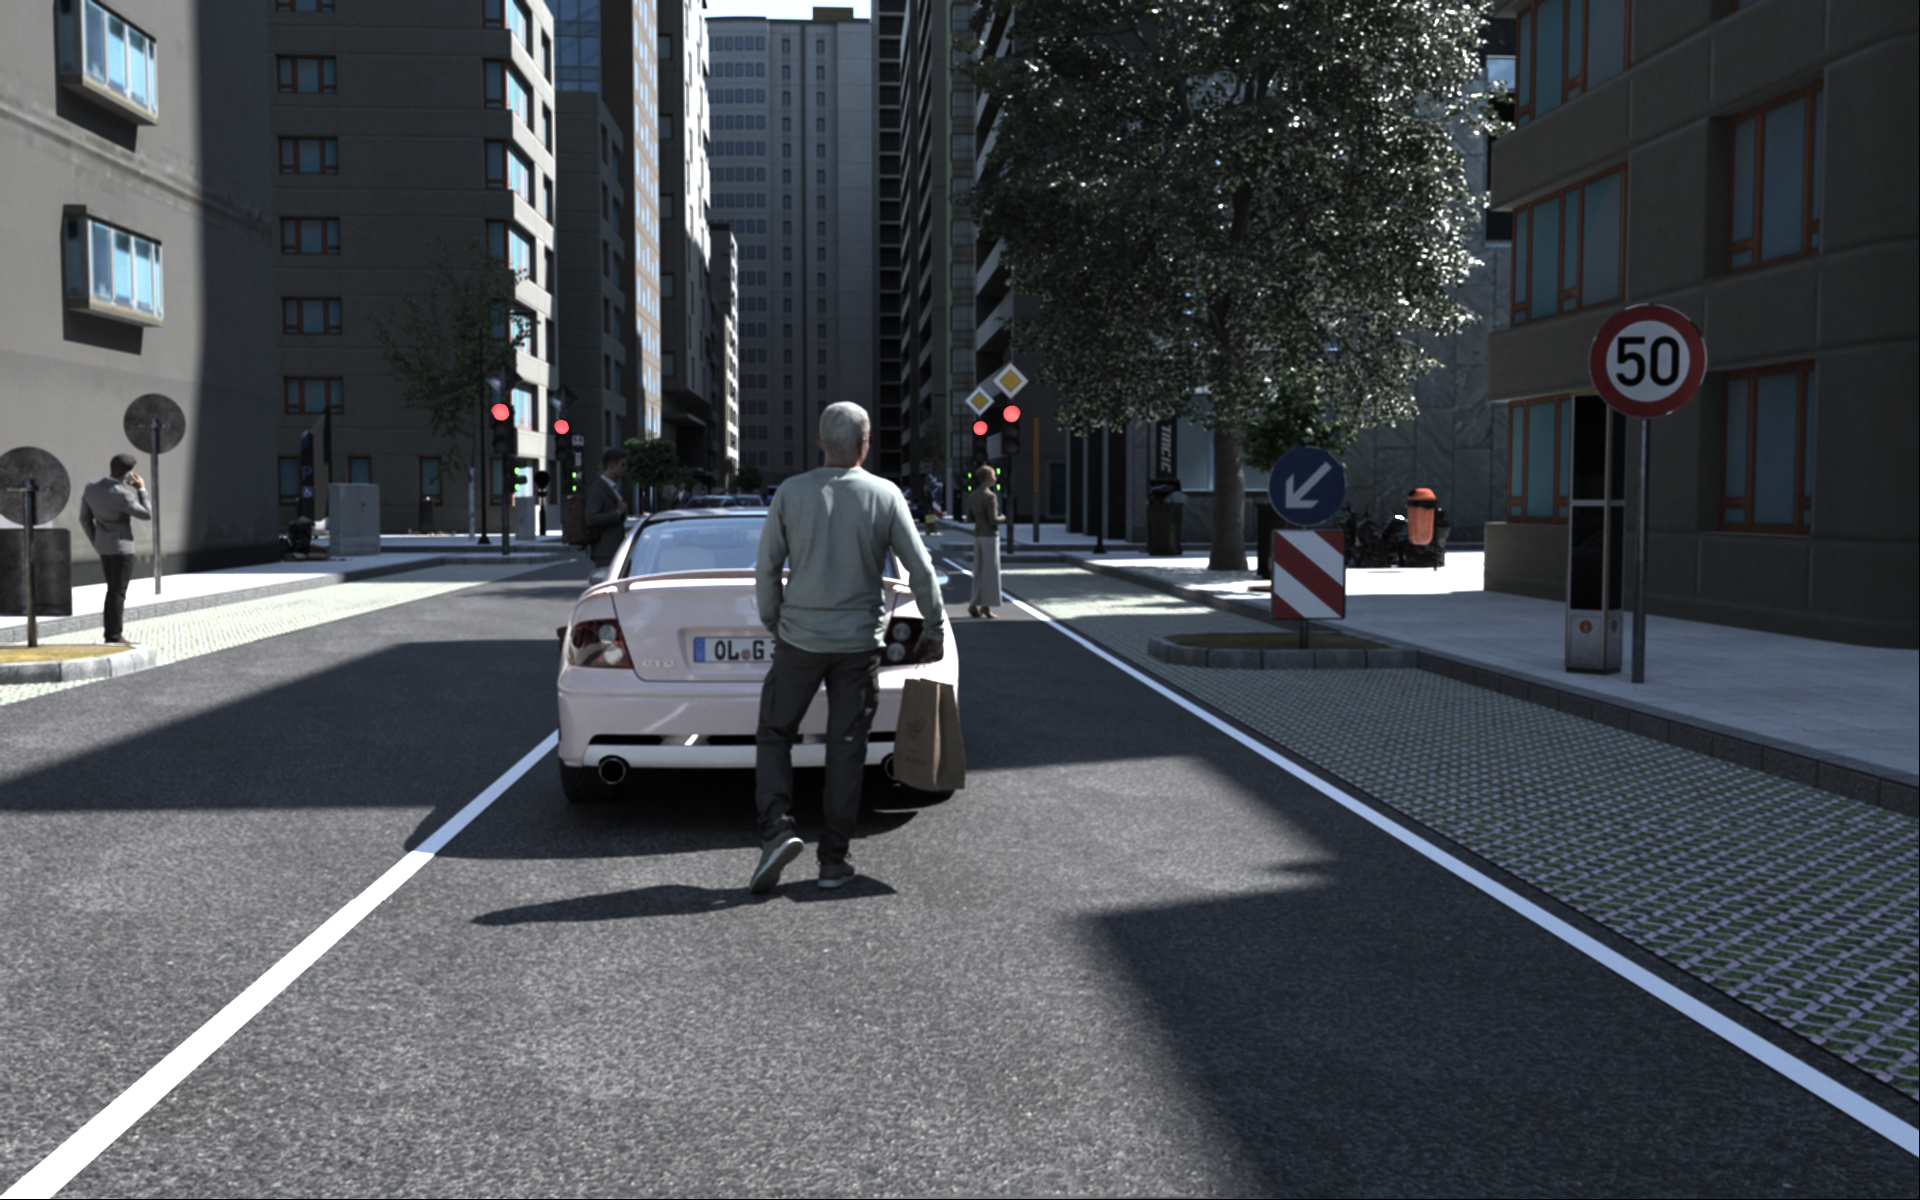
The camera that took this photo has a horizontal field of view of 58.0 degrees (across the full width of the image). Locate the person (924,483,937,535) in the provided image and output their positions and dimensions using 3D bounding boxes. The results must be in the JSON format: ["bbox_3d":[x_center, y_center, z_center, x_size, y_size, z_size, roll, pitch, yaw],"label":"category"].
[{"bbox_3d":[-1.041,-3.181,60.719,0.699,1.804,1.509,1,4,14],"label":"person"}]

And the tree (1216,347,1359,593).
[{"bbox_3d":[4.439,-1.723,22.767,1.663,3.219,1.824,0,3,0],"label":"tree"}]

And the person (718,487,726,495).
[{"bbox_3d":[-12.704,-5.278,95.017,1.509,1.804,0.699,2,4,29],"label":"person"}]

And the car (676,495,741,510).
[{"bbox_3d":[-6.812,-2.190,47.804,2.014,1.417,4.499,0,4,-4],"label":"car"}]

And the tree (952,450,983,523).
[{"bbox_3d":[0.348,-5.030,76.834,1.663,3.219,1.824,0,3,0],"label":"tree"}]

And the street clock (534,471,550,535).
[{"bbox_3d":[-12.973,-3.010,53.784,0.471,2.002,0.358,-1,4,-19],"label":"street clock"}]

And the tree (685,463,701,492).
[{"bbox_3d":[-17.071,-6.876,107.024,1.663,3.219,1.824,0,3,0],"label":"tree"}]

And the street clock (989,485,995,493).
[{"bbox_3d":[1.225,-4.087,71.390,0.471,2.002,0.358,1,4,11],"label":"street clock"}]

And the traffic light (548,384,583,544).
[{"bbox_3d":[-10.097,-3.384,44.249,0.839,4.253,0.868,0,4,-4],"label":"traffic light"}]

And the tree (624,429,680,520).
[{"bbox_3d":[-15.562,-6.318,87.021,4.285,4.588,4.351,0,3,0],"label":"tree"}]

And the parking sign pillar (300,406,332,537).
[{"bbox_3d":[-19.536,-3.920,52.562,1.447,3.967,1.447,0,4,3],"label":"parking sign pillar"}]

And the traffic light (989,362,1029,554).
[{"bbox_3d":[1.056,-2.944,37.055,0.839,4.253,0.868,0,4,-4],"label":"traffic light"}]

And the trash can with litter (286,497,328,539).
[{"bbox_3d":[-18.775,-2.322,49.030,1.678,1.210,2.233,-1,4,-22],"label":"trash can with litter"}]

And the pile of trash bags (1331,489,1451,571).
[{"bbox_3d":[7.599,-1.247,30.147,1.912,1.369,3.447,0,4,-3],"label":"pile of trash bags"}]

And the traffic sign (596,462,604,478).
[{"bbox_3d":[-13.325,-3.989,65.324,0.768,2.556,0.104,0,4,-2],"label":"traffic sign"}]

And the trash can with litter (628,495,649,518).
[{"bbox_3d":[-17.364,-5.048,93.594,2.233,1.210,1.678,0,4,-3],"label":"trash can with litter"}]

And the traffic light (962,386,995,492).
[{"bbox_3d":[0.486,-3.431,45.020,0.839,4.253,0.868,0,4,-4],"label":"traffic light"}]

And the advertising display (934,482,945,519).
[{"bbox_3d":[-1.061,-5.176,89.840,0.123,1.923,0.974,-2,4,-30],"label":"advertising display"}]

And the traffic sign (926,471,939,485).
[{"bbox_3d":[-1.539,-5.963,97.599,0.768,2.556,0.104,0,4,-4],"label":"traffic sign"}]

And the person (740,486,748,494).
[{"bbox_3d":[-9.606,-4.167,76.972,0.623,1.781,0.721,0,3,0],"label":"person"}]

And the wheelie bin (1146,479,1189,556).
[{"bbox_3d":[4.295,-1.727,36.143,0.980,1.594,0.693,2,4,24],"label":"wheelie bin"}]

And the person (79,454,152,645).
[{"bbox_3d":[-7.850,-0.456,16.132,0.592,1.802,0.473,3,4,36],"label":"person"}]

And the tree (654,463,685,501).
[{"bbox_3d":[-16.516,-6.261,96.964,1.663,3.219,1.824,0,3,0],"label":"tree"}]

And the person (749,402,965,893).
[{"bbox_3d":[-0.374,0.163,6.326,0.782,1.767,0.515,0,4,-4],"label":"person"}]

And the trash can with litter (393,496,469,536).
[{"bbox_3d":[-16.345,-2.618,53.858,2.233,1.210,1.678,1,4,22],"label":"trash can with litter"}]

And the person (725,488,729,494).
[{"bbox_3d":[-14.364,-6.020,107.146,0.641,1.798,0.478,0,4,-6],"label":"person"}]

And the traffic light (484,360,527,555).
[{"bbox_3d":[-9.527,-2.897,36.284,0.839,4.253,0.868,0,4,-4],"label":"traffic light"}]

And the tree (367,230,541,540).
[{"bbox_3d":[-13.757,-5.956,47.738,4.737,8.622,4.395,0,3,0],"label":"tree"}]

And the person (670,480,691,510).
[{"bbox_3d":[-8.198,-2.595,50.891,0.622,1.834,0.822,-1,4,-14],"label":"person"}]

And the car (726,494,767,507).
[{"bbox_3d":[-6.846,-2.604,54.367,2.131,1.459,4.920,0,4,-6],"label":"car"}]

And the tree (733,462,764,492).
[{"bbox_3d":[-21.788,-11.880,177.949,4.285,4.588,4.351,0,3,0],"label":"tree"}]

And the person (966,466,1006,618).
[{"bbox_3d":[0.327,-0.669,19.983,0.362,1.759,0.519,-3,4,-36],"label":"person"}]

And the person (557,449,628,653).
[{"bbox_3d":[-3.149,-0.422,15.369,0.822,1.834,0.622,0,4,-6],"label":"person"}]

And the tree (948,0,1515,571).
[{"bbox_3d":[4.443,-7.477,28.897,9.857,13.997,8.962,0,3,0],"label":"tree"}]

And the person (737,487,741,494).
[{"bbox_3d":[-11.612,-5.099,92.044,0.590,1.801,0.661,0,4,6],"label":"person"}]

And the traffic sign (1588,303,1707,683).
[{"bbox_3d":[4.606,-0.708,11.689,0.768,2.556,0.104,0,4,6],"label":"traffic sign"}]

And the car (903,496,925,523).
[{"bbox_3d":[-2.583,-4.499,86.146,1.945,1.354,3.894,0,4,-4],"label":"car"}]

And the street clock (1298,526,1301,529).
[{"bbox_3d":[7.247,-1.960,36.611,0.471,2.002,0.358,0,4,3],"label":"street clock"}]

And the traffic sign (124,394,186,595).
[{"bbox_3d":[-10.217,-1.338,21.990,0.768,2.556,0.104,0,4,-3],"label":"traffic sign"}]

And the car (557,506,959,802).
[{"bbox_3d":[-1.049,0.175,9.504,2.083,1.381,4.827,0,4,-5],"label":"car"}]

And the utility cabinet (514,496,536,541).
[{"bbox_3d":[-12.082,-2.258,48.087,0.306,1.237,1.020,-2,4,-31],"label":"utility cabinet"}]

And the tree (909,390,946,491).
[{"bbox_3d":[-1.863,-10.592,123.545,4.360,8.622,3.978,0,3,0],"label":"tree"}]

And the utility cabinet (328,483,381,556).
[{"bbox_3d":[-12.599,-1.675,36.073,0.318,1.500,1.173,2,4,23],"label":"utility cabinet"}]
